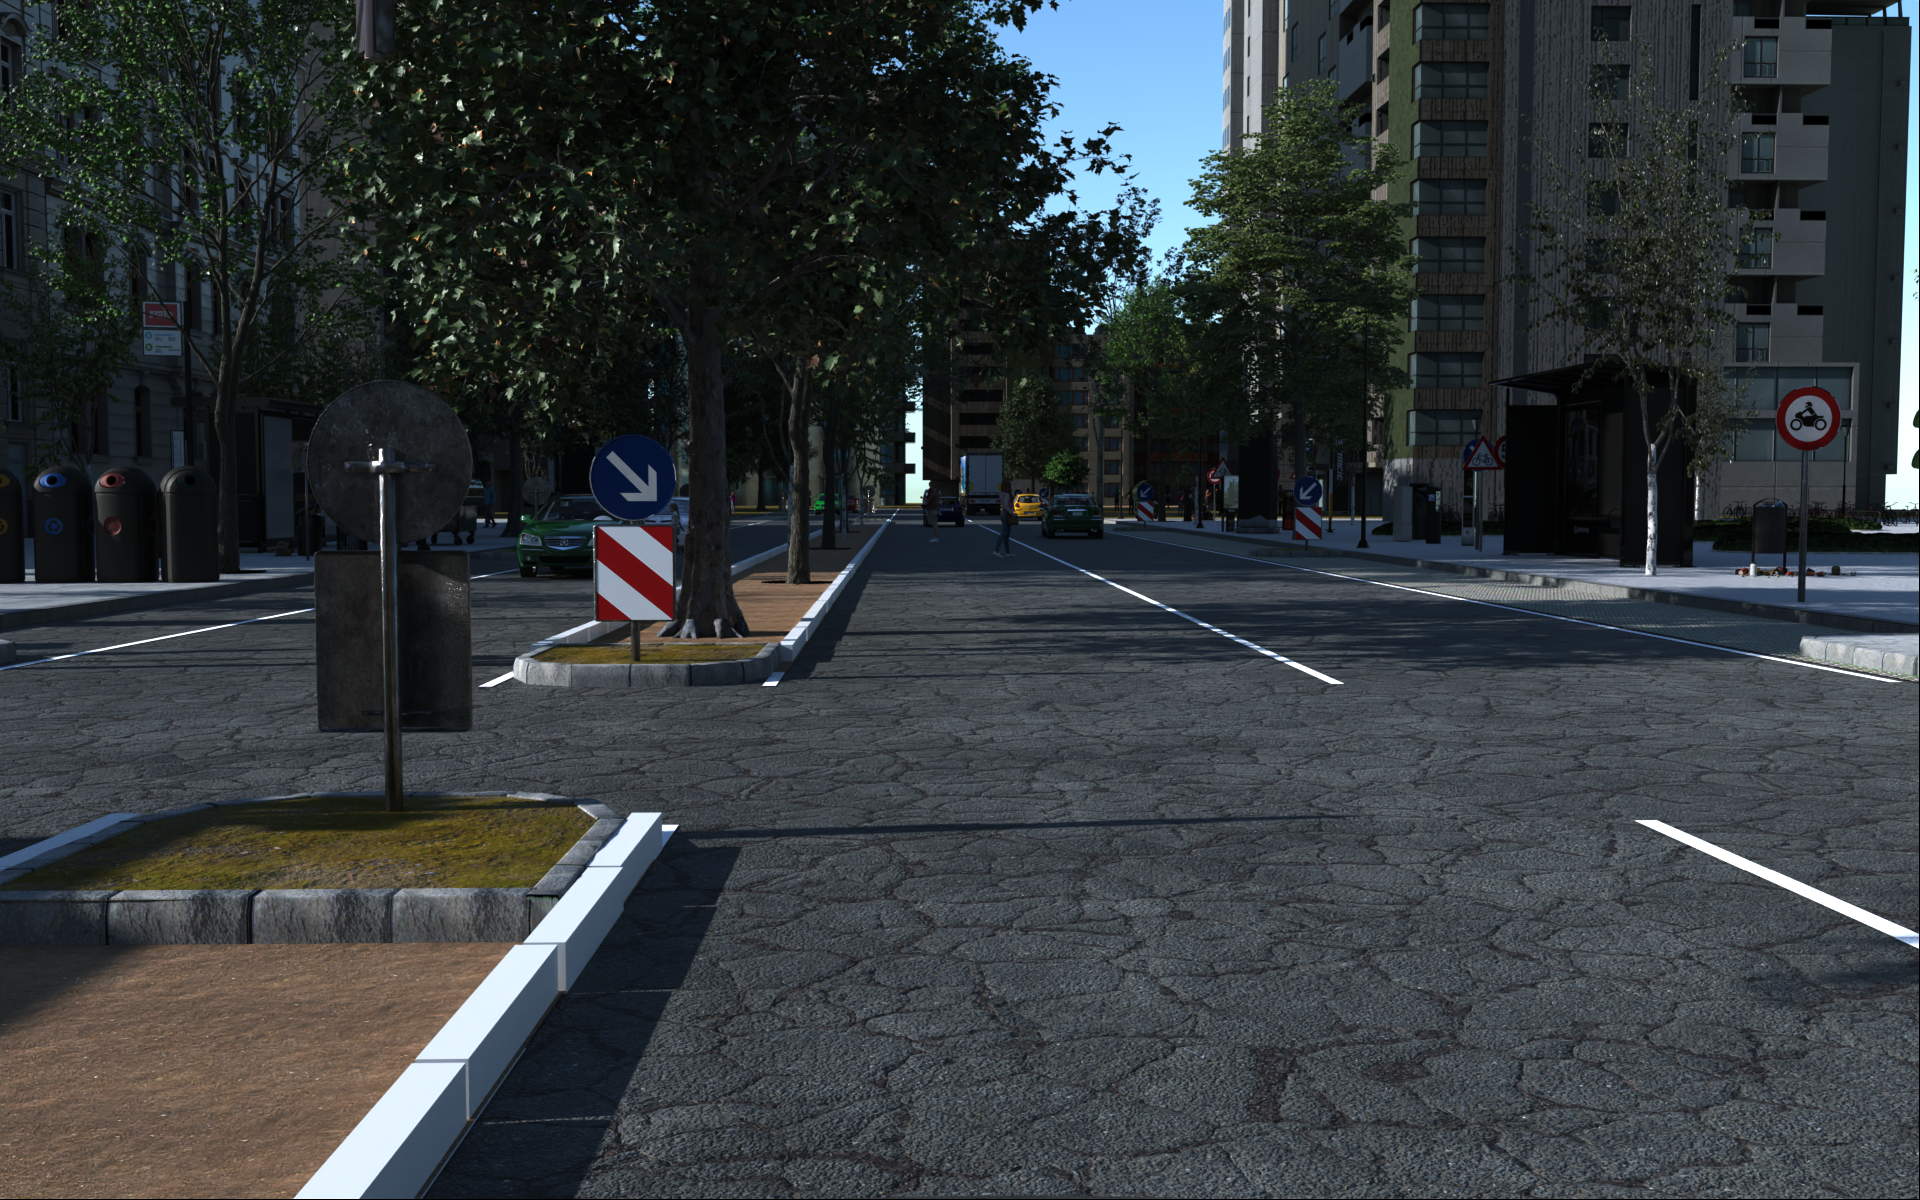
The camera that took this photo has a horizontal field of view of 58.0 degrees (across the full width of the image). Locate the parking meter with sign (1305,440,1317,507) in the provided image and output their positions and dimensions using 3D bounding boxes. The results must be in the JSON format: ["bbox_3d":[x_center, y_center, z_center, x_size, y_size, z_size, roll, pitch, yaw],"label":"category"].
[{"bbox_3d":[11.099,-3.610,55.283,0.543,3.016,1.738,0,4,2],"label":"parking meter with sign"}]

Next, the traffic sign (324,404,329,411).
[{"bbox_3d":[-13.286,-2.769,39.152,2.265,3.308,0.079,0,4,7],"label":"traffic sign"}]

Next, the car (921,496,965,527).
[{"bbox_3d":[-0.732,-3.924,76.739,1.945,1.354,3.894,0,4,-3],"label":"car"}]

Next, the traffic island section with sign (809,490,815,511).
[{"bbox_3d":[-12.520,-8.196,142.637,1.989,1.847,2.006,0,4,-2],"label":"traffic island section with sign"}]

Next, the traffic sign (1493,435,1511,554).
[{"bbox_3d":[11.631,-2.234,36.627,0.768,2.556,0.104,0,4,3],"label":"traffic sign"}]

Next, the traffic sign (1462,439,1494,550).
[{"bbox_3d":[11.941,-2.435,39.914,0.768,2.556,0.104,0,4,2],"label":"traffic sign"}]

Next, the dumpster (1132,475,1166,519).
[{"bbox_3d":[9.530,-5.175,87.104,1.502,2.255,1.985,0,4,-2],"label":"dumpster"}]

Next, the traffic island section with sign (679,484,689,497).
[{"bbox_3d":[-10.271,-3.479,65.514,1.989,1.847,2.006,0,4,-2],"label":"traffic island section with sign"}]

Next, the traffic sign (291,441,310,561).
[{"bbox_3d":[-12.537,-1.903,33.243,0.606,2.300,0.079,0,4,3],"label":"traffic sign"}]

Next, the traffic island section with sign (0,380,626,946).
[{"bbox_3d":[-2.287,0.106,6.411,2.006,1.907,1.989,0,4,-2],"label":"traffic island section with sign"}]

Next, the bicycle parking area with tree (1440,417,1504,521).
[{"bbox_3d":[21.673,-4.703,63.902,8.231,4.147,9.016,2,4,35],"label":"bicycle parking area with tree"}]

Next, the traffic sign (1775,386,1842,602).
[{"bbox_3d":[10.000,-1.248,20.508,0.768,2.556,0.104,0,4,2],"label":"traffic sign"}]

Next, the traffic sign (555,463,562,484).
[{"bbox_3d":[-16.437,-4.332,70.929,0.768,2.556,0.104,0,4,5],"label":"traffic sign"}]

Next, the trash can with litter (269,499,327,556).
[{"bbox_3d":[-13.709,-1.497,35.858,1.055,1.170,0.624,-2,4,-33],"label":"trash can with litter"}]

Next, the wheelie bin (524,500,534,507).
[{"bbox_3d":[-16.531,-3.534,65.683,0.980,1.594,0.693,-3,5,-44],"label":"wheelie bin"}]

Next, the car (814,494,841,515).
[{"bbox_3d":[-8.986,-6.730,118.832,1.959,1.807,4.718,0,4,-1],"label":"car"}]

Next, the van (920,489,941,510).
[{"bbox_3d":[-2.348,-8.529,146.466,2.013,2.044,4.112,0,4,-1],"label":"van"}]

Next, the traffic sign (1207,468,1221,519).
[{"bbox_3d":[12.672,-5.264,86.178,0.768,2.556,0.104,0,4,3],"label":"traffic sign"}]

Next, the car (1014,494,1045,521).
[{"bbox_3d":[3.628,-5.067,93.071,2.015,1.641,3.980,0,4,-2],"label":"car"}]

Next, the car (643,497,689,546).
[{"bbox_3d":[-7.438,-1.973,44.616,2.083,1.381,4.827,0,4,0],"label":"car"}]

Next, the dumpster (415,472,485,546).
[{"bbox_3d":[-12.958,-2.515,43.606,1.502,2.255,1.985,0,4,-2],"label":"dumpster"}]

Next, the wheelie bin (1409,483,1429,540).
[{"bbox_3d":[12.988,-2.506,48.876,0.980,1.594,0.693,-1,4,-22],"label":"wheelie bin"}]

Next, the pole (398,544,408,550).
[{"bbox_3d":[-13.398,-2.924,41.652,0.158,3.312,0.155,0,3,0],"label":"pole"}]

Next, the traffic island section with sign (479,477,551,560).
[{"bbox_3d":[-9.484,-1.831,38.570,1.989,1.847,2.006,0,4,-2],"label":"traffic island section with sign"}]

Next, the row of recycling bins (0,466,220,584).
[{"bbox_3d":[-12.635,-1.107,25.206,3.534,1.692,1.069,0,4,-7],"label":"row of recycling bins"}]

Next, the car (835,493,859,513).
[{"bbox_3d":[-8.722,-7.506,131.765,2.155,1.783,4.494,0,4,0],"label":"car"}]

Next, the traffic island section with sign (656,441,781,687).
[{"bbox_3d":[-2.494,-0.347,13.815,2.006,1.907,1.989,0,4,-2],"label":"traffic island section with sign"}]

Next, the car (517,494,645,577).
[{"bbox_3d":[-6.753,-1.195,31.340,2.131,1.459,4.920,0,4,-3],"label":"car"}]

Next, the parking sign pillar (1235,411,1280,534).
[{"bbox_3d":[9.704,-4.153,56.375,1.447,3.967,1.447,-3,5,-42],"label":"parking sign pillar"}]

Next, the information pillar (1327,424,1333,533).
[{"bbox_3d":[12.358,-4.058,57.703,0.183,3.616,0.504,1,4,9],"label":"information pillar"}]

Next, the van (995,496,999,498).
[{"bbox_3d":[2.064,-8.110,136.987,2.240,2.365,5.245,0,4,-3],"label":"van"}]

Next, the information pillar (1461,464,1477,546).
[{"bbox_3d":[12.593,-2.345,42.833,0.304,2.012,0.304,2,4,26],"label":"information pillar"}]

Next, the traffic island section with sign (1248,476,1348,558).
[{"bbox_3d":[7.704,-1.905,39.768,1.989,1.847,2.006,0,4,-2],"label":"traffic island section with sign"}]

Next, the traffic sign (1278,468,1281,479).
[{"bbox_3d":[13.461,-4.575,74.906,0.768,2.556,0.104,0,4,2],"label":"traffic sign"}]

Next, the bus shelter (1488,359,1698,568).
[{"bbox_3d":[11.999,-2.569,33.284,1.731,3.624,6.357,0,4,-2],"label":"bus shelter"}]

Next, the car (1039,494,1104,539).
[{"bbox_3d":[3.698,-2.780,57.247,2.131,1.459,4.920,0,4,-1],"label":"car"}]

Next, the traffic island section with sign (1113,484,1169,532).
[{"bbox_3d":[6.926,-3.553,66.712,1.989,1.847,2.006,0,4,-2],"label":"traffic island section with sign"}]

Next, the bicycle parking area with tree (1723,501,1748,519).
[{"bbox_3d":[39.608,-6.081,86.429,9.016,4.147,8.231,-2,4,-25],"label":"bicycle parking area with tree"}]

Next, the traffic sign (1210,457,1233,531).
[{"bbox_3d":[9.193,-3.709,60.640,0.884,2.594,0.081,0,4,3],"label":"traffic sign"}]

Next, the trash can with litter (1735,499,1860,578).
[{"bbox_3d":[13.197,-0.993,27.291,2.233,1.210,1.678,0,4,0],"label":"trash can with litter"}]

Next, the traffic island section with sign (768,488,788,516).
[{"bbox_3d":[-11.733,-6.548,115.693,1.989,1.847,2.006,0,4,-2],"label":"traffic island section with sign"}]

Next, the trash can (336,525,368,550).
[{"bbox_3d":[-12.552,-1.474,35.746,0.748,1.137,0.748,0,3,0],"label":"trash can"}]

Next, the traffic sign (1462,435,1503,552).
[{"bbox_3d":[11.552,-2.345,38.351,0.884,2.594,0.081,0,4,3],"label":"traffic sign"}]

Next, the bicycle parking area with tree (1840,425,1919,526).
[{"bbox_3d":[39.380,-5.237,72.623,8.231,4.147,9.016,0,4,0],"label":"bicycle parking area with tree"}]

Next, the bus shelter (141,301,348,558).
[{"bbox_3d":[-15.956,-3.739,38.757,2.179,5.291,8.768,0,4,-2],"label":"bus shelter"}]

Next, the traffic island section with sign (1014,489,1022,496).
[{"bbox_3d":[4.674,-8.265,143.767,1.989,1.847,2.006,0,4,-2],"label":"traffic island section with sign"}]

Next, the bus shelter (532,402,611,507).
[{"bbox_3d":[-14.054,-5.264,63.705,2.179,5.291,8.768,0,4,-2],"label":"bus shelter"}]

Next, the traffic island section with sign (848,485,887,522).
[{"bbox_3d":[-4.695,-4.941,88.922,2.006,1.907,1.989,0,4,-2],"label":"traffic island section with sign"}]

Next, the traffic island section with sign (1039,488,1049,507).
[{"bbox_3d":[5.483,-6.578,116.184,1.989,1.847,2.006,0,4,-2],"label":"traffic island section with sign"}]

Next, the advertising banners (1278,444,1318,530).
[{"bbox_3d":[11.624,-3.980,61.257,2.074,3.025,0.090,2,4,25],"label":"advertising banners"}]

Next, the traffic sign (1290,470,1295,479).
[{"bbox_3d":[12.231,-3.791,61.986,0.884,2.594,0.081,0,4,4],"label":"traffic sign"}]
